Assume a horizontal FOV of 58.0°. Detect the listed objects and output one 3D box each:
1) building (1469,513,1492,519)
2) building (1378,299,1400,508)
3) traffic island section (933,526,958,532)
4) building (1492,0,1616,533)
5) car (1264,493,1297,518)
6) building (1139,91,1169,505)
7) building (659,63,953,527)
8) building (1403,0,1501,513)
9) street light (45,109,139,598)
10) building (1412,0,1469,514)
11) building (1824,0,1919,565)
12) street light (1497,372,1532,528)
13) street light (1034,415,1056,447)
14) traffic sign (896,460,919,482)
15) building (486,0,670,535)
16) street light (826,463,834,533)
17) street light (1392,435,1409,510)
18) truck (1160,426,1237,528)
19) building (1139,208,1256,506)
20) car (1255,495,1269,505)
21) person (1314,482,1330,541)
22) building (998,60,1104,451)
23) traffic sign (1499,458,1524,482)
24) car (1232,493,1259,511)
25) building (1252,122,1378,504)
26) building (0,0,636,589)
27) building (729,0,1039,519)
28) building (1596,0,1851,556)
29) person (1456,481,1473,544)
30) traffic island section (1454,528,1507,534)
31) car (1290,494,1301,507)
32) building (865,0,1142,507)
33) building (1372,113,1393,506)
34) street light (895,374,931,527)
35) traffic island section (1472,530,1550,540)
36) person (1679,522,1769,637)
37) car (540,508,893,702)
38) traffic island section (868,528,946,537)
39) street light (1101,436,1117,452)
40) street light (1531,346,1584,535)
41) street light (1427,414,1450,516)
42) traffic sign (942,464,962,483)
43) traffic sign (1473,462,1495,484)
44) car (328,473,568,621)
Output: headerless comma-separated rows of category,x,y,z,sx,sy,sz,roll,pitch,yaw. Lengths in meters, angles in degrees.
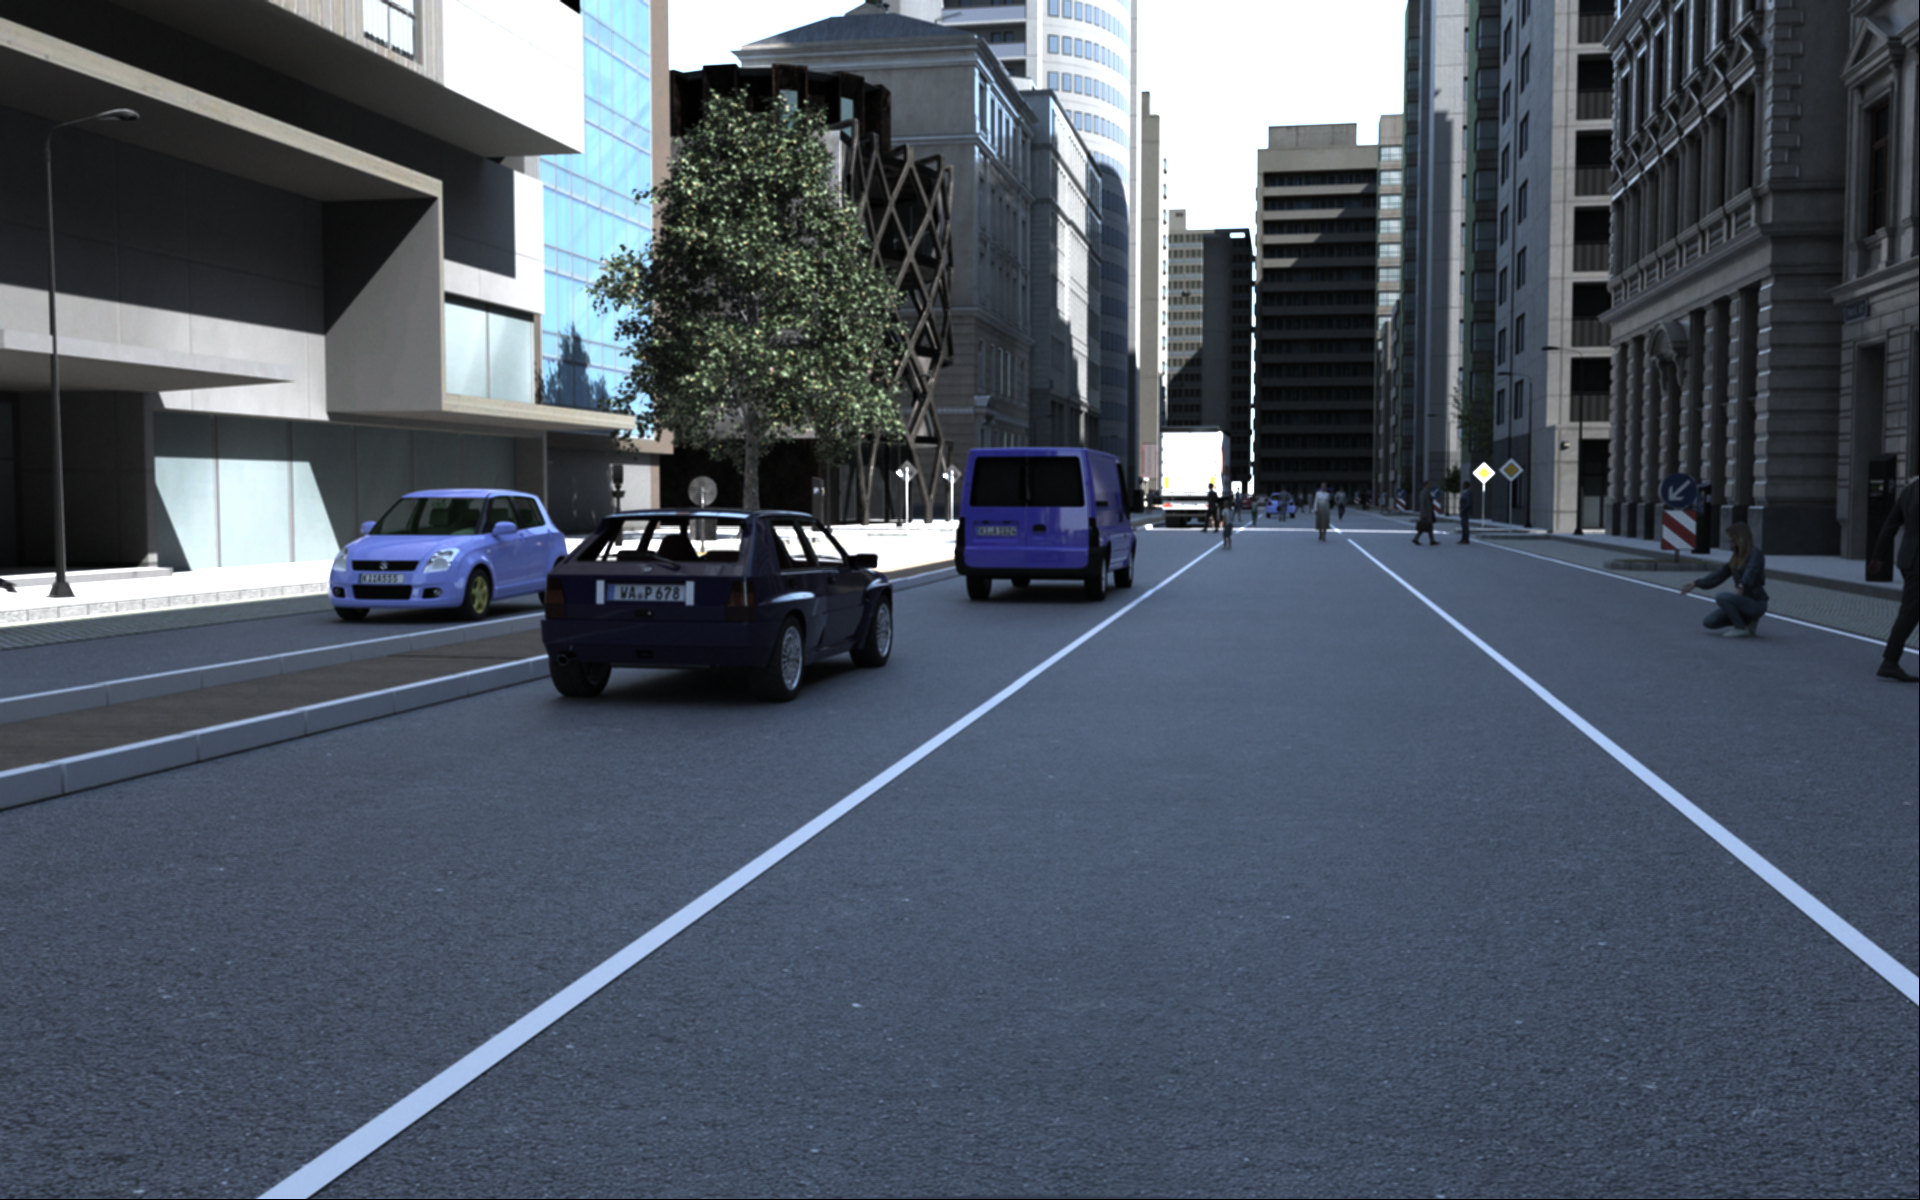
building,34.147,-25.004,92.414,14.154,41.232,14.086,1,4,11
building,55.010,-19.599,165.486,27.650,21.520,28.899,1,4,11
traffic island section,-0.346,-2.734,66.980,2.009,0.180,2.903,1,4,11
building,33.015,-38.465,67.159,20.611,71.187,20.563,1,4,11
car,19.436,-5.837,105.034,1.945,1.707,3.694,1,4,9
building,13.561,-35.689,207.217,21.600,48.544,21.300,1,4,11
building,-8.970,-12.772,76.282,16.820,18.784,16.811,1,4,11
building,44.034,-28.229,145.137,14.154,41.232,14.086,1,4,11
street light,-10.605,-2.975,21.176,1.470,5.913,1.316,1,4,11
building,42.608,-35.345,119.894,21.231,58.520,28.212,1,4,11
building,20.614,-11.453,23.419,11.583,22.565,21.152,1,4,11
street light,21.105,-5.709,65.880,1.470,5.913,1.316,1,4,11
street light,4.942,-7.915,101.956,1.470,5.913,1.316,1,4,11
traffic sign,-1.822,-3.479,59.065,0.795,2.593,0.064,1,4,11
building,-18.500,-24.777,55.216,14.200,45.320,14.600,1,4,11
street light,-3.772,-5.130,56.418,1.470,5.913,1.316,1,4,11
street light,34.637,-10.003,136.092,1.470,5.913,1.316,1,4,11
truck,10.643,-5.390,77.040,2.839,4.237,11.283,1,4,12
building,28.345,-33.443,238.673,23.993,40.220,32.217,1,4,11
car,36.792,-12.164,211.234,2.083,1.381,4.827,1,4,12
person,11.081,-2.707,52.981,0.478,1.798,0.641,1,4,14
building,3.110,-21.207,124.224,11.434,29.767,29.804,1,4,11
traffic sign,17.617,-3.251,55.339,0.795,2.593,0.064,1,4,11
car,22.443,-7.774,136.140,2.155,1.783,4.494,1,4,9
building,49.899,-37.031,229.165,21.600,48.544,21.300,1,4,11
building,-23.314,-26.862,28.433,28.713,52.752,27.495,1,4,11
building,-3.496,-19.190,99.657,13.634,28.700,20.117,1,4,11
building,23.245,-13.143,43.769,11.050,23.489,19.941,1,4,11
person,14.558,-2.519,49.862,0.419,1.800,0.721,1,4,8
traffic island section,19.142,-2.506,63.260,2.009,0.180,2.903,1,4,11
car,37.330,-11.251,193.740,2.009,1.686,4.222,1,4,12
building,4.574,-37.572,156.296,21.231,58.520,28.212,1,4,11
building,52.221,-30.859,188.134,14.154,41.232,14.086,1,4,11
street light,-1.826,-5.778,67.018,1.470,5.913,1.316,1,4,11
traffic island section,17.641,-2.027,55.417,2.009,0.180,2.903,1,4,11
person,7.766,-0.207,17.380,0.738,1.151,1.012,0,4,5
car,-1.708,-0.051,13.413,1.945,1.354,3.894,1,4,12
traffic island section,-1.847,-2.254,59.137,2.009,0.180,2.903,1,4,11
street light,11.792,-10.095,137.596,1.470,5.913,1.316,1,4,11
street light,18.958,-5.013,54.505,1.470,5.913,1.316,1,4,11
street light,27.877,-7.848,100.852,1.470,5.913,1.316,1,4,11
traffic sign,-0.321,-3.958,66.909,0.795,2.593,0.064,1,4,11
traffic sign,19.118,-3.730,63.182,0.795,2.593,0.064,1,4,11
car,-6.065,-0.684,20.768,1.945,1.707,3.694,1,4,9
